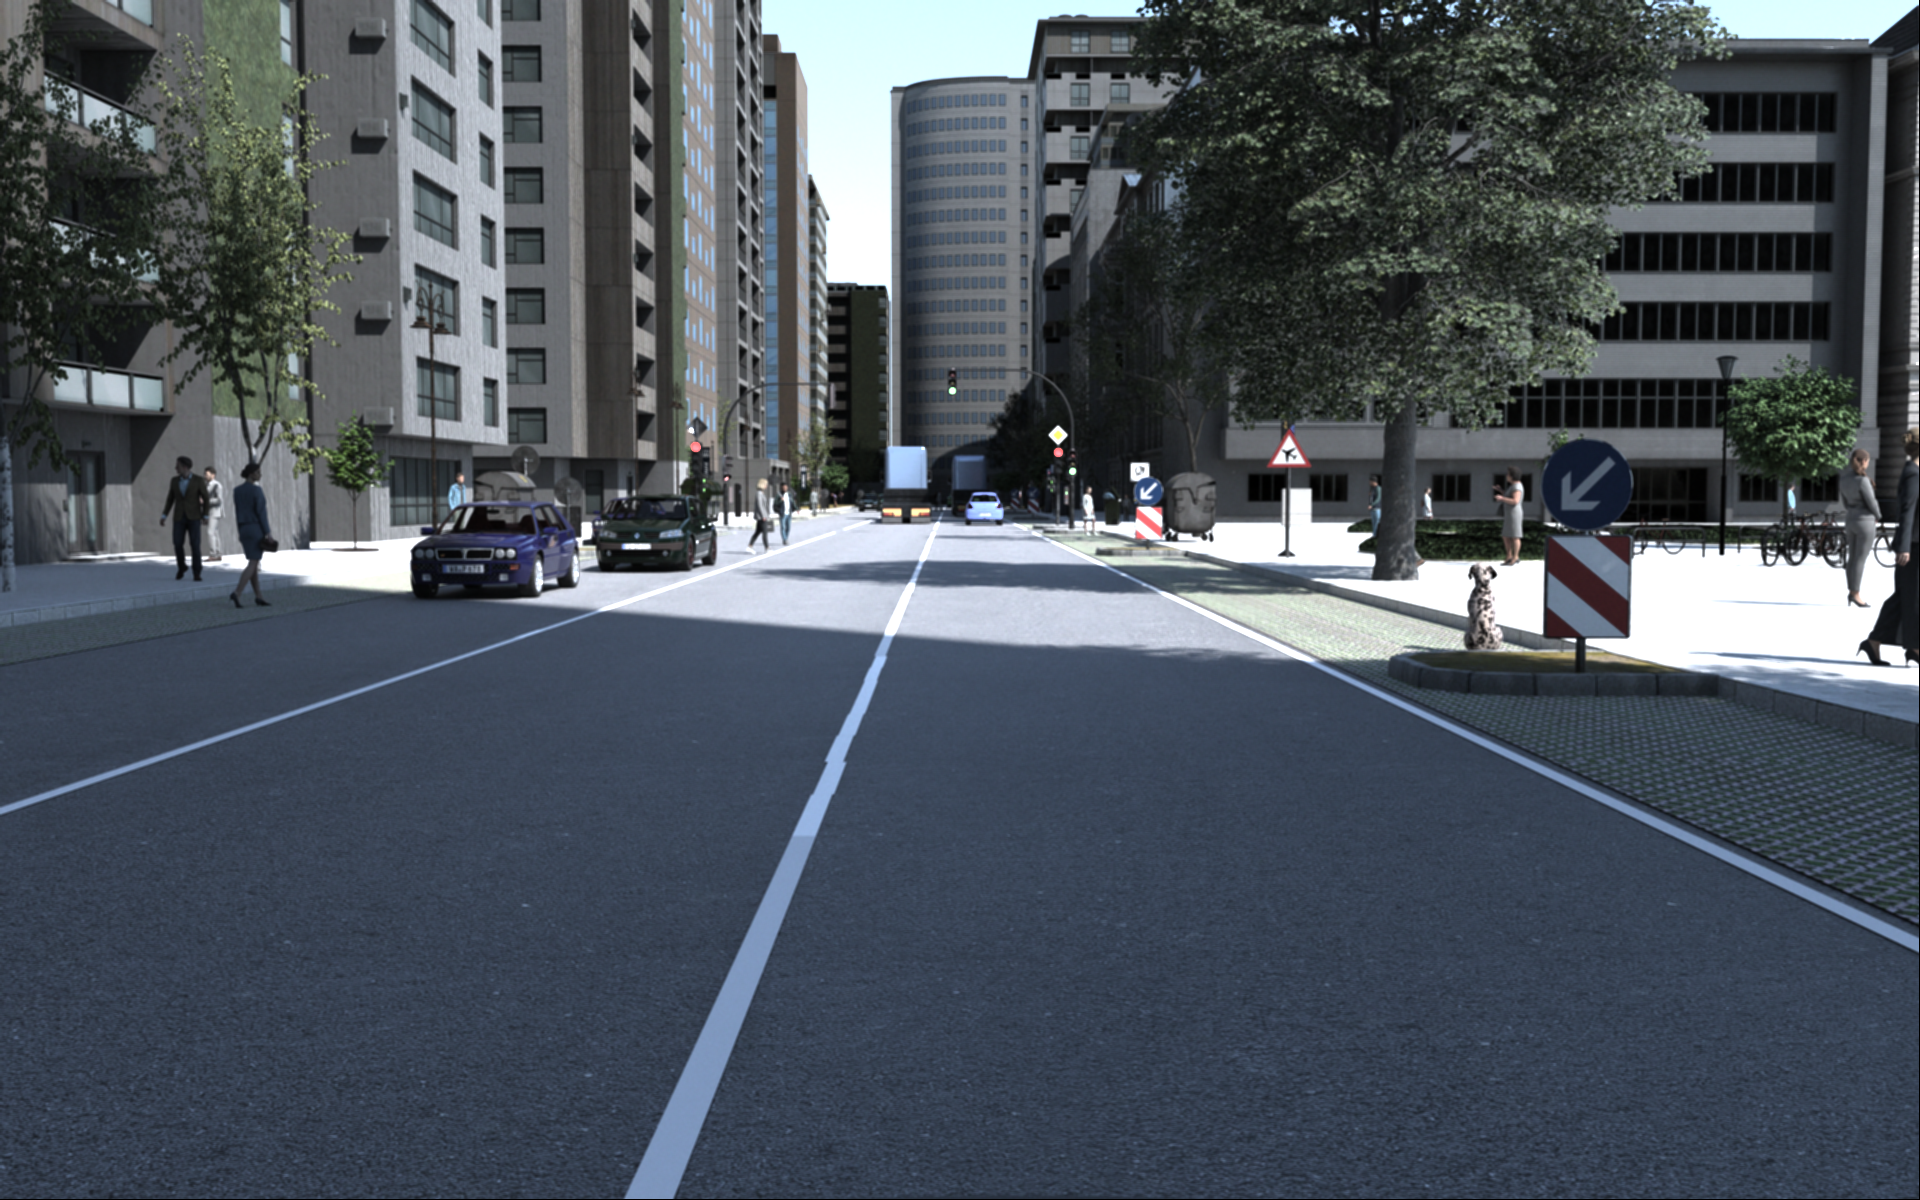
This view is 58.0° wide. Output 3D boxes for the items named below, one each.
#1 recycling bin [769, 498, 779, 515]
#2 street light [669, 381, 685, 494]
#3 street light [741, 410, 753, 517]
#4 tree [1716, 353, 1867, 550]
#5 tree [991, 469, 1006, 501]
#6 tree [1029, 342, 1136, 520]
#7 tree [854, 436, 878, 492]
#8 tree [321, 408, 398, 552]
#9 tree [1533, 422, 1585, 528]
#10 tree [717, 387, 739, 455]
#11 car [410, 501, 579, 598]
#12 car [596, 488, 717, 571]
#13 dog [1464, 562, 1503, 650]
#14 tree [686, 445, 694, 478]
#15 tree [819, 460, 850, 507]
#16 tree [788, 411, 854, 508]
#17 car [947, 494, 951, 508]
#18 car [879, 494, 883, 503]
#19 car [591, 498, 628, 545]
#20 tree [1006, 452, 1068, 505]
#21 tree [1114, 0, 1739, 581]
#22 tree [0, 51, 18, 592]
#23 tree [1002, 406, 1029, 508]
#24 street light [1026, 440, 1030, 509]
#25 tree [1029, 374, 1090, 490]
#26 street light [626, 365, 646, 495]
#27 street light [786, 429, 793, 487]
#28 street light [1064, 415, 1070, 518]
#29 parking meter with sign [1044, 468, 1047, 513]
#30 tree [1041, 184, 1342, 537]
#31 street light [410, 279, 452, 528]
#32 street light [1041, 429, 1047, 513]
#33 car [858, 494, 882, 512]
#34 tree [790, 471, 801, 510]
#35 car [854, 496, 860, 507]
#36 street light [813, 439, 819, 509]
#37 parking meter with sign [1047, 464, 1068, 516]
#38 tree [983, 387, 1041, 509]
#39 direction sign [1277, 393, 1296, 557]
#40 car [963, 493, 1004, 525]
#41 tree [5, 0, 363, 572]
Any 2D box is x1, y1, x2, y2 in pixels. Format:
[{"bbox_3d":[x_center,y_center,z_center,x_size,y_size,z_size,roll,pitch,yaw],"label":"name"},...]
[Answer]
[{"bbox_3d":[-11.523,-5.870,108.532,0.722,1.027,0.722,0,4,6],"label":"recycling bin"},{"bbox_3d":[-11.596,-6.012,71.091,0.468,5.910,1.993,0,4,0],"label":"street light"},{"bbox_3d":[-11.759,-7.514,95.635,0.468,5.910,1.993,0,4,0],"label":"street light"},{"bbox_3d":[19.402,-3.469,40.433,4.285,4.588,4.351,0,3,0],"label":"tree"},{"bbox_3d":[6.467,-13.857,210.282,4.285,4.588,4.351,0,3,0],"label":"tree"},{"bbox_3d":[6.194,-8.200,84.427,4.360,8.622,3.978,0,3,0],"label":"tree"},{"bbox_3d":[-12.235,-16.000,211.970,4.737,8.622,4.395,0,3,0],"label":"tree"},{"bbox_3d":[-13.500,-2.714,38.973,1.663,3.219,1.824,0,3,0],"label":"tree"},{"bbox_3d":[16.129,-3.165,46.355,1.663,3.219,1.824,0,3,0],"label":"tree"},{"bbox_3d":[-16.727,-10.035,114.432,4.737,8.622,4.395,0,3,0],"label":"tree"},{"bbox_3d":[-6.711,-0.772,25.195,1.945,1.354,3.894,0,4,-1],"label":"car"},{"bbox_3d":[-5.816,-1.447,33.452,2.009,1.686,4.222,0,4,2],"label":"car"},{"bbox_3d":[4.533,0.092,15.331,0.800,0.831,0.513,-3,4,-36],"label":"dog"},{"bbox_3d":[-15.080,-6.495,89.906,4.285,4.588,4.351,0,3,0],"label":"tree"},{"bbox_3d":[-12.173,-11.283,168.193,4.285,4.588,4.351,0,3,0],"label":"tree"},{"bbox_3d":[-12.564,-12.200,149.827,4.737,8.622,4.395,0,3,0],"label":"tree"},{"bbox_3d":[-0.394,-10.595,182.018,1.959,1.807,4.718,0,4,1],"label":"car"},{"bbox_3d":[-7.322,-9.631,169.270,2.131,1.459,4.920,0,4,-1],"label":"car"},{"bbox_3d":[-9.374,-2.251,49.388,1.945,1.354,3.894,0,4,0],"label":"car"},{"bbox_3d":[6.451,-8.860,128.569,4.285,4.588,4.351,0,3,0],"label":"tree"},{"bbox_3d":[6.473,-7.272,25.553,9.857,13.997,8.962,0,3,0],"label":"tree"},{"bbox_3d":[-12.279,-4.418,22.604,4.737,8.622,4.395,0,3,0],"label":"tree"},{"bbox_3d":[5.566,-11.527,138.829,4.360,8.622,3.978,0,3,0],"label":"tree"},{"bbox_3d":[5.666,-10.531,144.961,0.468,5.910,1.993,0,4,0],"label":"street light"},{"bbox_3d":[6.221,-9.581,107.017,4.737,8.622,4.395,0,3,0],"label":"tree"},{"bbox_3d":[-11.582,-5.457,62.014,0.468,5.910,1.993,0,4,0],"label":"street light"},{"bbox_3d":[-11.912,-9.050,120.760,0.468,5.910,1.993,0,4,0],"label":"street light"},{"bbox_3d":[5.946,-7.437,94.382,0.468,5.910,1.993,0,4,0],"label":"street light"},{"bbox_3d":[6.000,-7.385,117.005,0.543,3.016,1.738,1,4,9],"label":"parking meter with sign"},{"bbox_3d":[7.082,-7.158,51.446,8.767,10.594,7.601,0,4,6],"label":"tree"},{"bbox_3d":[-11.403,-3.956,37.470,0.468,5.910,1.993,0,4,0],"label":"street light"},{"bbox_3d":[5.746,-8.993,119.819,0.468,5.910,1.993,0,4,0],"label":"street light"},{"bbox_3d":[-7.356,-8.098,142.184,2.009,1.686,4.222,0,4,2],"label":"car"},{"bbox_3d":[-13.492,-8.969,141.242,1.663,3.219,1.824,0,3,0],"label":"tree"},{"bbox_3d":[-10.129,-10.572,182.635,2.009,1.686,4.222,0,4,0],"label":"car"},{"bbox_3d":[-12.023,-10.552,145.305,0.468,5.910,1.993,0,4,0],"label":"street light"},{"bbox_3d":[5.992,-6.465,101.968,0.543,3.016,1.738,2,4,35],"label":"parking meter with sign"},{"bbox_3d":[5.411,-13.219,150.541,7.601,10.594,8.767,0,4,6],"label":"tree"},{"bbox_3d":[6.723,-2.663,35.542,0.379,3.537,0.876,2,4,27],"label":"direction sign"},{"bbox_3d":[1.100,-4.332,80.412,1.945,1.707,3.694,0,4,-1],"label":"car"},{"bbox_3d":[-11.601,-4.750,28.019,4.737,8.622,4.395,0,3,0],"label":"tree"}]
